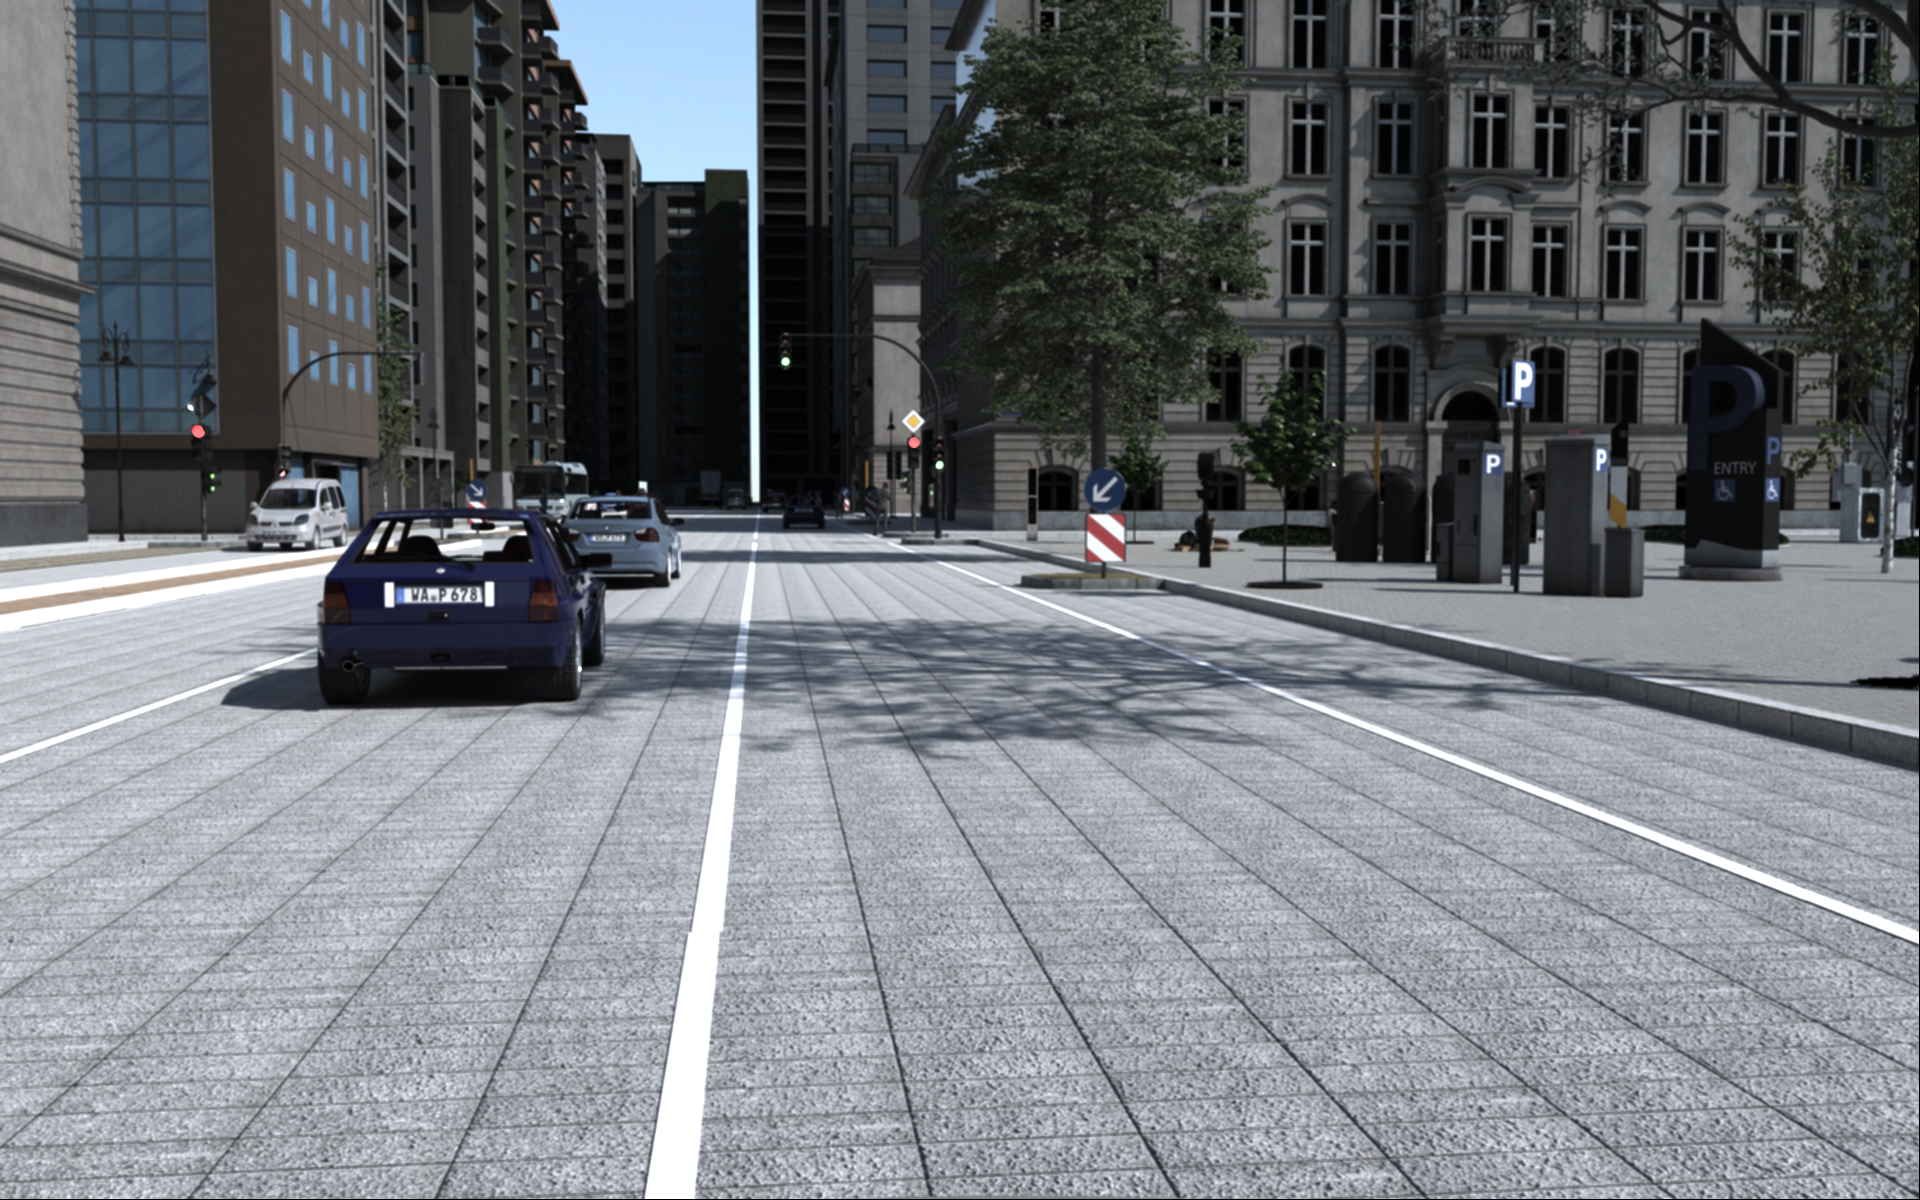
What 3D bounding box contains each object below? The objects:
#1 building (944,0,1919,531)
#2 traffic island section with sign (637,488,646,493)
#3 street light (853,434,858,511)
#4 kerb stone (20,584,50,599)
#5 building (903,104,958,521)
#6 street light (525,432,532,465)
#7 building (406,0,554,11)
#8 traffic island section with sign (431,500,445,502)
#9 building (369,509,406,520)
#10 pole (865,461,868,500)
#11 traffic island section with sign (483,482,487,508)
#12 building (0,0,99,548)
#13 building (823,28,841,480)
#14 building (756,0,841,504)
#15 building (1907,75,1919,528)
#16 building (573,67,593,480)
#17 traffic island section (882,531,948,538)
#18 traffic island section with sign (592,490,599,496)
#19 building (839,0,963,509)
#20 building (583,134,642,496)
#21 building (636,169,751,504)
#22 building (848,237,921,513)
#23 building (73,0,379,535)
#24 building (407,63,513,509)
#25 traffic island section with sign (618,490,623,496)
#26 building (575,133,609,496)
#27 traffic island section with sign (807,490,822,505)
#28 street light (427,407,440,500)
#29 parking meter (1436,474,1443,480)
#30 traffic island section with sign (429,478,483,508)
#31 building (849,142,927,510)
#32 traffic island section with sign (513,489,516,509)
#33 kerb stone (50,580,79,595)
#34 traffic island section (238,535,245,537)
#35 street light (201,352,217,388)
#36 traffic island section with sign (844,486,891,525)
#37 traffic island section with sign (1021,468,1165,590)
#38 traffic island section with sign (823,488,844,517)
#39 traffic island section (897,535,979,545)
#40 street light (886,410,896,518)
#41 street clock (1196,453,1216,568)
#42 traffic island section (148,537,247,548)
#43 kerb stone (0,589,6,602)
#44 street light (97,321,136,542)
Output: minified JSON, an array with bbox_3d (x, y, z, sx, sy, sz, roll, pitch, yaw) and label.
[{"bbox_3d":[17.396,-15.114,66.193,34.723,24.649,14.460,0,4,-7],"label":"building"},{"bbox_3d":[-24.020,-7.479,130.421,2.006,1.907,1.989,0,4,-7],"label":"traffic island section with sign"},{"bbox_3d":[-7.921,-9.727,131.819,0.468,5.910,1.993,0,4,-7],"label":"street light"},{"bbox_3d":[-12.852,-0.097,23.893,0.120,0.150,1.000,0,4,-7],"label":"kerb stone"},{"bbox_3d":[2.321,-14.862,93.901,10.553,20.767,40.483,0,4,-7],"label":"building"},{"bbox_3d":[-32.137,-9.562,129.130,0.468,5.910,1.993,0,4,-7],"label":"street light"},{"bbox_3d":[-44.773,-29.824,142.247,22.147,44.769,28.867,0,4,-7],"label":"building"},{"bbox_3d":[-24.137,-4.366,80.007,1.989,1.847,2.006,0,4,-7],"label":"traffic island section with sign"},{"bbox_3d":[-38.958,-40.031,92.758,20.563,71.187,20.611,0,4,-7],"label":"building"},{"bbox_3d":[-5.781,-6.928,107.112,0.158,3.312,0.155,0,3,0],"label":"pole"},{"bbox_3d":[-15.443,-2.913,55.772,2.006,1.907,1.989,0,4,-7],"label":"traffic island section with sign"},{"bbox_3d":[-32.221,-12.934,40.352,19.941,23.489,11.050,0,4,-7],"label":"building"},{"bbox_3d":[-0.401,-37.064,195.240,28.713,52.752,27.495,0,4,-7],"label":"building"},{"bbox_3d":[-15.767,-48.049,223.852,20.611,71.187,20.563,0,4,-7],"label":"building"},{"bbox_3d":[43.795,-14.569,67.880,15.834,23.373,12.332,0,4,-7],"label":"building"},{"bbox_3d":[-48.527,-31.606,171.376,22.147,44.769,28.867,0,4,-7],"label":"building"},{"bbox_3d":[-1.526,-2.167,57.704,2.009,0.180,2.903,0,4,-7],"label":"traffic island section"},{"bbox_3d":[-32.920,-9.047,156.545,1.989,1.847,2.006,0,4,-7],"label":"traffic island section with sign"},{"bbox_3d":[-1.049,-38.227,167.007,21.231,58.520,28.212,0,4,-7],"label":"building"},{"bbox_3d":[-51.885,-36.574,221.685,21.600,48.544,21.300,0,4,-7],"label":"building"},{"bbox_3d":[-33.732,-32.821,220.221,14.086,41.232,14.154,0,4,-7],"label":"building"},{"bbox_3d":[-2.186,-15.843,123.664,10.561,19.102,19.286,0,4,-7],"label":"building"},{"bbox_3d":[-29.195,-25.069,59.988,14.600,45.320,14.200,0,4,-7],"label":"building"},{"bbox_3d":[-39.249,-21.269,119.445,14.160,30.474,14.107,0,4,-7],"label":"building"},{"bbox_3d":[-36.003,-10.690,183.402,1.989,1.847,2.006,0,4,-7],"label":"traffic island section with sign"},{"bbox_3d":[-47.559,-31.423,197.352,14.086,41.232,14.154,0,4,-7],"label":"building"},{"bbox_3d":[-13.133,-9.185,158.797,1.989,1.847,2.006,0,4,-7],"label":"traffic island section with sign"},{"bbox_3d":[-27.935,-7.295,92.062,0.468,5.910,1.993,0,4,-7],"label":"street light"},{"bbox_3d":[12.998,-2.501,46.607,0.399,1.863,0.255,0,4,-4],"label":"parking meter"},{"bbox_3d":[-14.608,-2.463,48.412,2.006,1.907,1.989,0,4,-7],"label":"traffic island section with sign"},{"bbox_3d":[-2.388,-22.916,146.379,14.160,30.474,14.107,0,4,-7],"label":"building"},{"bbox_3d":[-27.212,-6.004,106.787,1.989,1.847,2.006,0,4,-7],"label":"traffic island section with sign"},{"bbox_3d":[-12.972,-0.160,24.916,0.120,0.150,1.000,0,4,-7],"label":"kerb stone"},{"bbox_3d":[-21.637,-2.026,55.410,2.009,0.180,2.903,0,4,-7],"label":"traffic island section"},{"bbox_3d":[-23.685,-5.046,55.287,0.468,5.910,1.993,0,4,-7],"label":"street light"},{"bbox_3d":[-4.346,-4.503,82.259,1.989,1.847,2.006,0,4,-7],"label":"traffic island section with sign"},{"bbox_3d":[1.997,-1.118,26.913,1.989,1.847,2.006,0,4,-7],"label":"traffic island section with sign"},{"bbox_3d":[-7.416,-6.144,109.088,1.989,1.847,2.006,0,4,-7],"label":"traffic island section with sign"},{"bbox_3d":[-0.616,-1.681,49.771,2.009,0.180,2.903,0,4,-7],"label":"traffic island section"},{"bbox_3d":[-3.740,-7.418,94.080,0.468,5.910,1.993,0,4,-7],"label":"street light"},{"bbox_3d":[4.287,-1.571,30.258,0.358,2.002,0.471,1,4,16],"label":"street clock"},{"bbox_3d":[-20.726,-1.541,47.477,2.009,0.180,2.903,0,4,-7],"label":"traffic island section"},{"bbox_3d":[-12.731,-0.041,22.875,0.120,0.150,1.000,0,4,-7],"label":"kerb stone"},{"bbox_3d":[-22.623,-4.512,46.566,0.468,5.910,1.993,0,4,-7],"label":"street light"}]
